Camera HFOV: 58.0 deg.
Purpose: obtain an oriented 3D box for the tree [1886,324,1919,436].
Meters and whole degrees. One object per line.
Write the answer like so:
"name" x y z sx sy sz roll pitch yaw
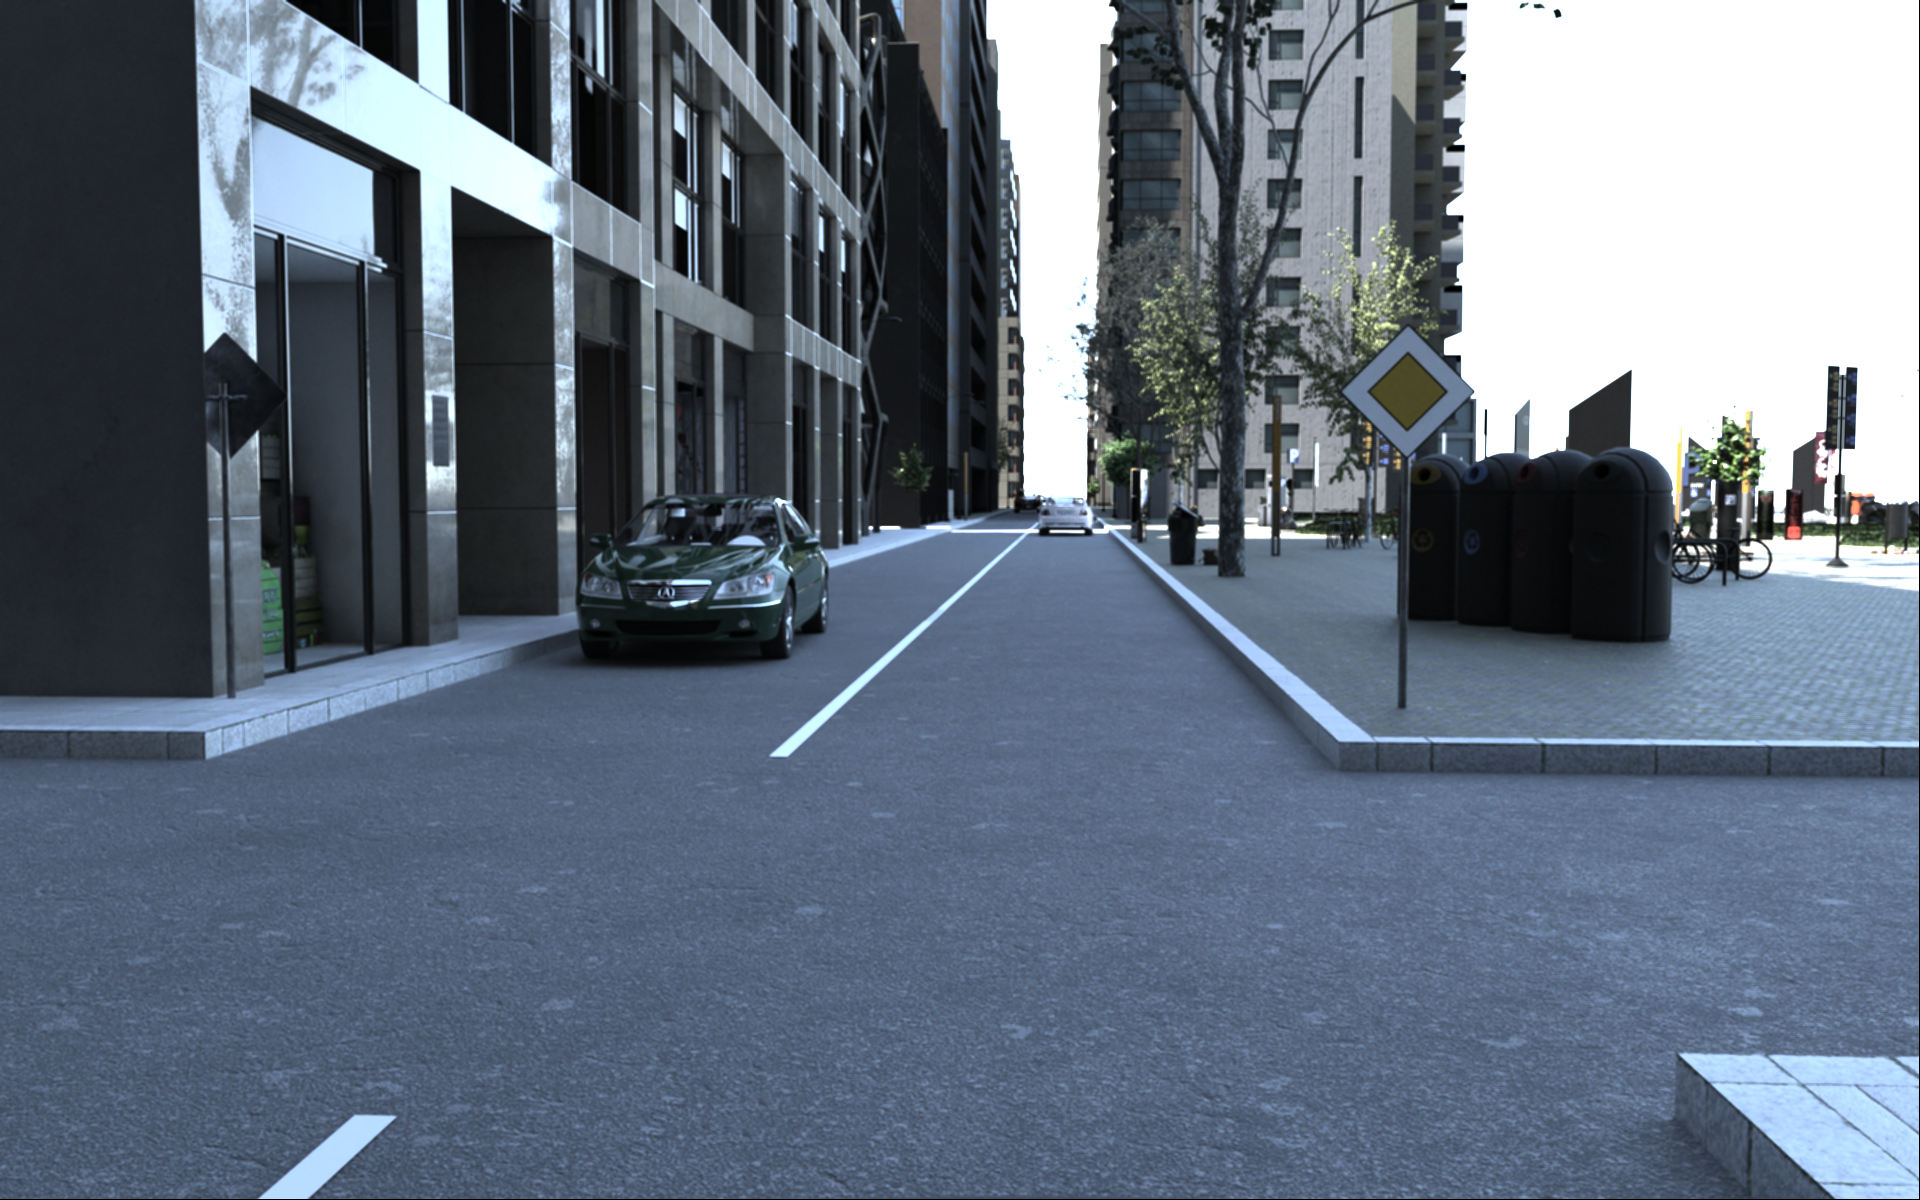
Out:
"tree" 34.200 -6.641 58.937 4.737 8.622 4.395 0 3 0

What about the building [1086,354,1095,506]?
"building" 28.938 -22.028 205.195 27.650 21.520 28.899 0 4 4

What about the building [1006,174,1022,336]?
"building" 1.368 -35.853 236.308 14.600 45.320 14.200 0 4 4

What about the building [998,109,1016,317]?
"building" -4.528 -36.307 213.234 23.786 49.044 30.456 0 4 4

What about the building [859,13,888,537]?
"building" -10.802 -11.379 53.499 16.820 18.784 16.811 0 4 4

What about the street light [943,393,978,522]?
"street light" -0.059 -6.571 79.982 1.470 5.913 1.316 0 4 4

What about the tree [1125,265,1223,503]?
"tree" 7.472 -6.511 56.812 4.737 8.622 4.395 0 3 0

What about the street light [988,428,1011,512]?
"street light" 2.652 -9.155 122.230 1.470 5.913 1.316 0 4 4

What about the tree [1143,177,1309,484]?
"tree" 6.283 -5.553 41.146 4.360 8.622 3.978 0 3 0

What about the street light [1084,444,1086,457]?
"street light" 9.995 -9.446 126.982 1.470 5.913 1.316 0 4 4

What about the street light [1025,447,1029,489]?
"street light" 5.784 -12.077 170.006 1.470 5.913 1.316 0 4 4

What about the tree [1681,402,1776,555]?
"tree" 16.385 -2.566 36.559 1.663 3.219 1.824 0 3 0

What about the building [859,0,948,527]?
"building" -7.223 -15.008 75.051 12.332 23.373 15.834 0 4 4

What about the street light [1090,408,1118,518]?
"street light" 7.753 -7.352 92.744 1.470 5.913 1.316 0 4 4

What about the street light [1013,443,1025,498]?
"street light" 4.899 -11.270 156.802 1.470 5.913 1.316 0 4 4

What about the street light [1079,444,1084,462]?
"street light" 12.060 -11.556 161.488 1.470 5.913 1.316 0 4 4

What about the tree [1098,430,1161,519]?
"tree" 8.690 -6.416 88.614 4.285 4.588 4.351 0 3 0

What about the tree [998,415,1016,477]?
"tree" 3.367 -12.931 161.788 4.737 8.622 4.395 0 3 0

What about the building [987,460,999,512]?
"building" -7.408 -42.471 132.656 20.563 71.187 20.611 0 4 4

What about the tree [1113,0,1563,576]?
"tree" 3.390 -10.362 25.303 12.611 20.169 13.585 0 3 0

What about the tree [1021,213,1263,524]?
"tree" 7.873 -10.072 75.043 12.009 13.543 11.850 0 3 0

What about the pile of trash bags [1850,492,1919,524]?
"pile of trash bags" 39.476 -3.949 74.320 1.912 1.369 3.447 1 4 10

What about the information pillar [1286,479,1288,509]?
"information pillar" 15.526 -4.806 83.066 0.304 2.012 0.304 2 4 29

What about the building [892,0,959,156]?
"building" -7.368 -27.109 93.335 14.600 45.320 14.200 0 4 4

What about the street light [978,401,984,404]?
"street light" 0.517 -7.002 87.027 1.470 5.913 1.316 0 4 4

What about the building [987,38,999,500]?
"building" -3.905 -28.607 151.320 14.154 41.232 14.086 0 4 4

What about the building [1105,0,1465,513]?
"building" 21.147 -28.297 117.278 22.147 44.769 28.867 0 4 4

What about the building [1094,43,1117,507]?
"building" 24.820 -33.973 179.154 21.300 48.544 21.600 0 4 4

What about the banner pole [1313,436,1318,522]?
"banner pole" 15.329 -5.176 74.644 0.401 3.779 0.863 2 4 26

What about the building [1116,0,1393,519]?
"building" 15.796 -19.869 96.563 14.160 30.474 14.107 0 4 4

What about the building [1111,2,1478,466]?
"building" 26.578 -34.044 145.864 28.713 52.752 27.495 0 4 4

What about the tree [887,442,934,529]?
"tree" -1.671 -4.272 64.442 1.663 3.219 1.824 0 3 0

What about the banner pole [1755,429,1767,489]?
"banner pole" 30.731 -4.688 66.664 0.401 3.779 0.863 -2 4 -24

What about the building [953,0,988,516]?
"building" -9.372 -29.863 111.962 21.300 48.544 21.600 0 4 4

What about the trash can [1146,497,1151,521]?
"trash can" 8.687 -4.296 81.892 0.748 1.137 0.748 0 3 0

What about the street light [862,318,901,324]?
"street light" -2.249 -4.477 45.741 1.470 5.913 1.316 0 4 4

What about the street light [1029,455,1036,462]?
"street light" 7.974 -14.198 204.672 1.470 5.913 1.316 0 4 4

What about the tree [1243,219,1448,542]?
"tree" 10.708 -5.861 46.188 4.737 8.622 4.395 0 3 0

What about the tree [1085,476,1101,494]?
"tree" 13.278 -10.666 168.997 1.663 3.219 1.824 0 3 0

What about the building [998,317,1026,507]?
"building" -7.222 -20.766 184.563 27.650 21.520 28.899 0 4 4

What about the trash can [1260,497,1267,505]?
"trash can" 14.840 -4.406 83.695 0.748 1.137 0.748 0 3 0

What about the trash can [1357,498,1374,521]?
"trash can" 15.479 -3.319 65.918 0.748 1.137 0.748 0 3 0

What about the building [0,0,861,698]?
"building" -13.211 -13.647 27.649 19.350 26.468 34.151 0 4 4
